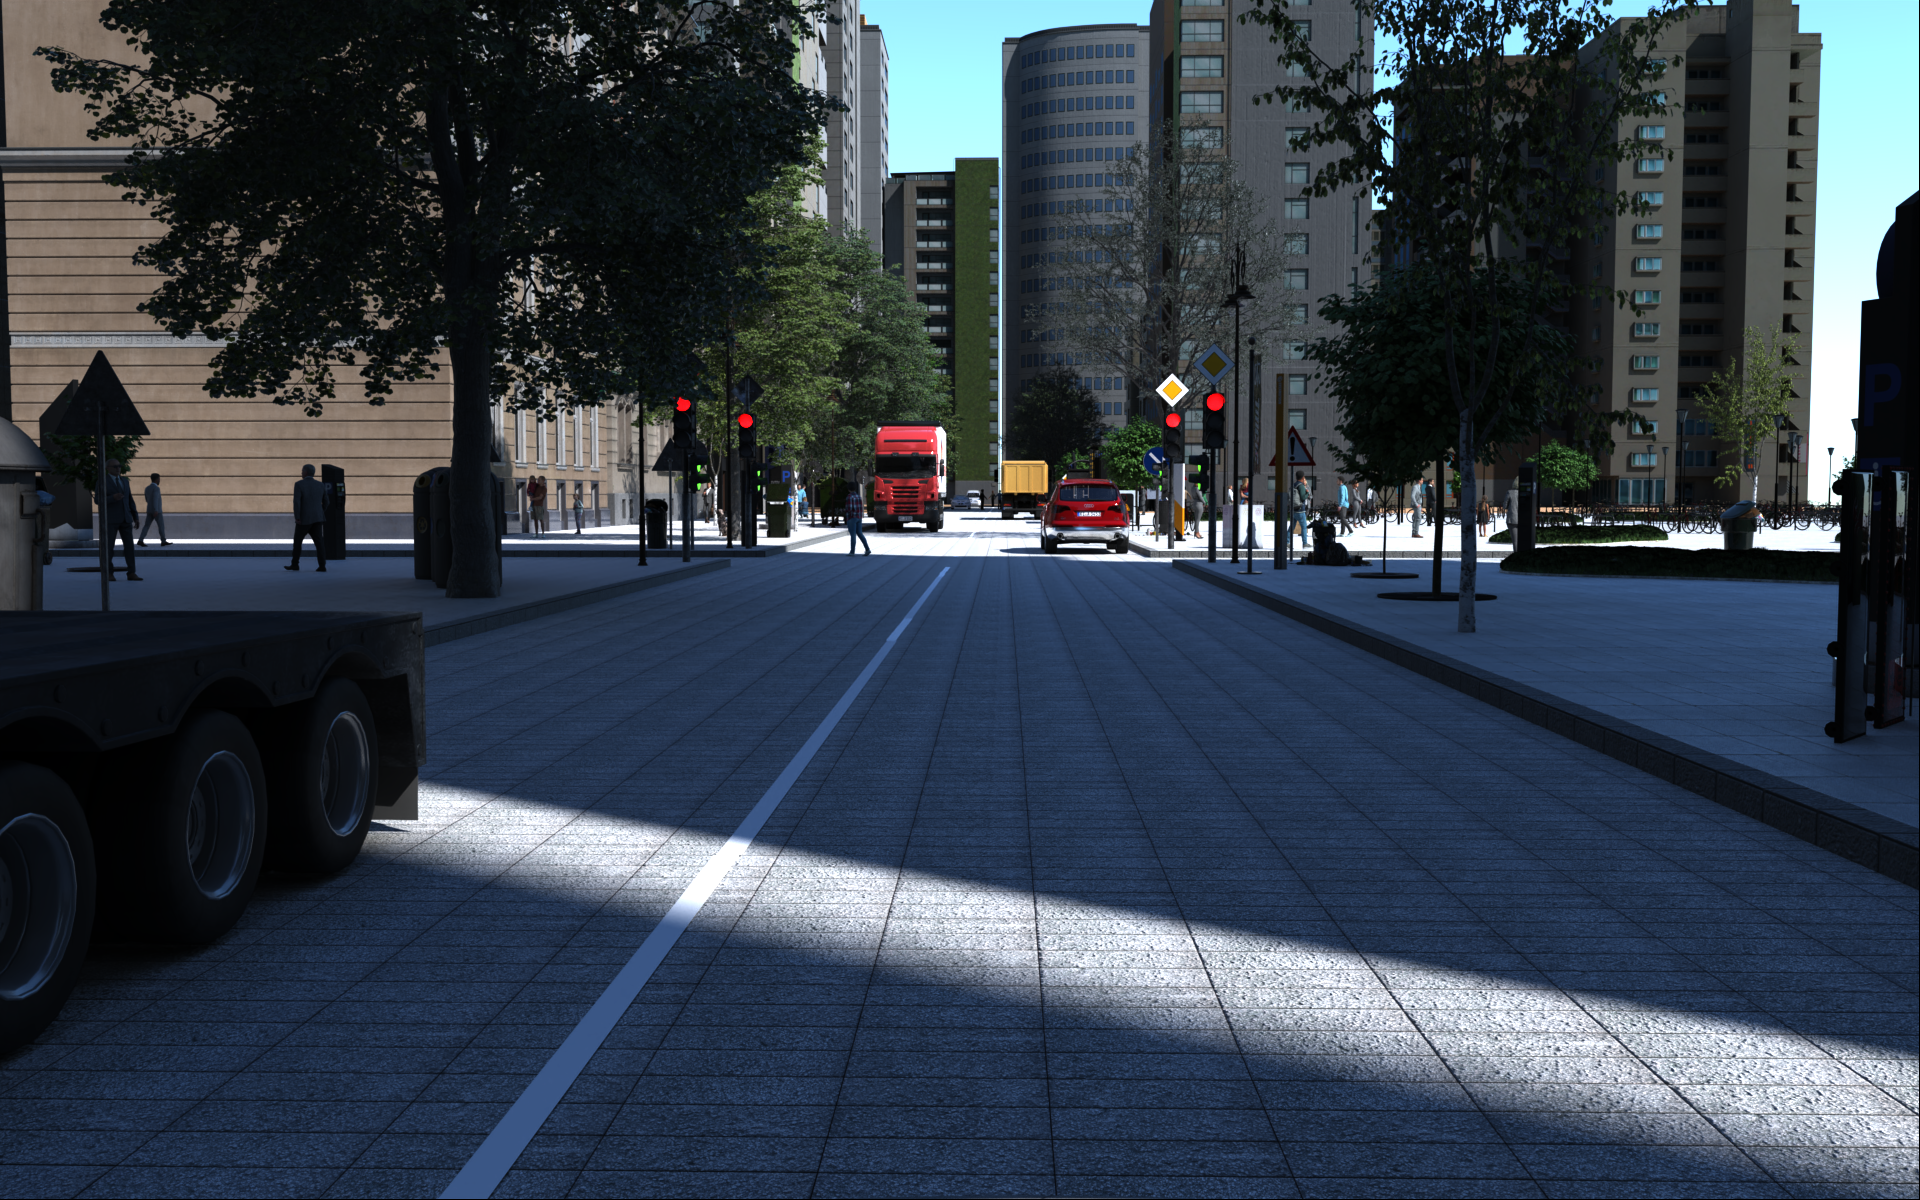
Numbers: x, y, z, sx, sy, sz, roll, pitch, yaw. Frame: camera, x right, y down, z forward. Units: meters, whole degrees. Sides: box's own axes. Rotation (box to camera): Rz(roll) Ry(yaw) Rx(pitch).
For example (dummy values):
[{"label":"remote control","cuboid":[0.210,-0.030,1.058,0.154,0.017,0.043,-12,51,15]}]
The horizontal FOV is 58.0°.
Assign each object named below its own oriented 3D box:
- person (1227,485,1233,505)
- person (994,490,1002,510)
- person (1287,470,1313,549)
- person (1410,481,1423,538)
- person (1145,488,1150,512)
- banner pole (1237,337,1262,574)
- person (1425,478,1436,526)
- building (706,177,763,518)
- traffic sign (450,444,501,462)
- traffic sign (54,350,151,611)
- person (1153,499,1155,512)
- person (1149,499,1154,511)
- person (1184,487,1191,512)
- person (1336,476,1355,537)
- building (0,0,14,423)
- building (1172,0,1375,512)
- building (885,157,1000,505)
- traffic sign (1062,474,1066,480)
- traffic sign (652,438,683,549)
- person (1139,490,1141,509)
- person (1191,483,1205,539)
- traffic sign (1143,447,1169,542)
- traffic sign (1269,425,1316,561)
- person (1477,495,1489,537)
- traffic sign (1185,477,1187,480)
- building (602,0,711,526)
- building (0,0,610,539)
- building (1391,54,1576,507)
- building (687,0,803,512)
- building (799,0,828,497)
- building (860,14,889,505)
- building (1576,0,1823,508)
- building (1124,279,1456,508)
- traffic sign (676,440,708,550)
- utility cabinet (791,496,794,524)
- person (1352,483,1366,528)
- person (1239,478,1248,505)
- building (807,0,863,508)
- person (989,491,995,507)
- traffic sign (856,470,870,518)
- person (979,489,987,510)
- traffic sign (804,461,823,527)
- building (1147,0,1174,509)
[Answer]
[{"label":"person","cuboid":[15.855,-5.859,102.062,0.641,1.798,0.478,1,4,18]},{"label":"person","cuboid":[3.717,-9.321,160.883,1.348,1.826,0.705,2,4,34]},{"label":"person","cuboid":[7.778,-2.070,39.867,0.713,1.824,0.794,0,4,-5]},{"label":"person","cuboid":[13.463,-2.745,51.021,0.391,1.810,0.635,1,4,14]},{"label":"person","cuboid":[13.465,-7.241,124.400,0.705,1.831,1.348,0,4,8]},{"label":"banner pole","cuboid":[4.670,-2.291,27.481,0.401,3.779,0.863,0,4,-4]},{"label":"person","cuboid":[18.834,-3.893,69.063,0.474,1.900,0.648,-2,4,-26]},{"label":"building","cuboid":[-18.671,-16.534,100.004,12.332,23.373,15.834,0,4,1]},{"label":"traffic sign","cuboid":[-8.088,-1.769,28.922,0.884,2.594,0.081,0,4,7]},{"label":"traffic sign","cuboid":[-7.767,-0.959,15.688,0.884,2.594,0.081,0,4,3]},{"label":"person","cuboid":[14.184,-7.284,125.844,0.721,1.735,1.217,-1,4,-13]},{"label":"person","cuboid":[14.676,-7.733,132.444,1.348,1.831,0.705,0,4,-2]},{"label":"person","cuboid":[15.236,-6.840,117.883,1.348,1.823,0.705,-2,4,-30]},{"label":"person","cuboid":[11.533,-2.804,51.902,0.620,1.820,0.660,1,4,14]},{"label":"building","cuboid":[-39.625,-14.496,55.027,19.932,24.808,12.078,0,4,1]},{"label":"building","cuboid":[23.018,-27.409,131.732,14.154,41.232,14.086,0,4,1]},{"label":"building","cuboid":[-2.088,-32.398,213.302,14.086,41.232,14.154,0,4,1]},{"label":"traffic sign","cuboid":[6.937,-6.918,112.843,0.795,2.593,0.064,1,4,11]},{"label":"traffic sign","cuboid":[-6.697,-2.451,40.075,0.884,2.594,0.081,0,4,3]},{"label":"person","cuboid":[14.945,-8.279,142.882,0.593,1.643,0.415,-1,4,-23]},{"label":"person","cuboid":[6.910,-2.660,49.811,0.573,1.790,0.520,-2,4,-32]},{"label":"traffic sign","cuboid":[5.324,-2.850,46.707,0.768,2.556,0.104,1,4,11]},{"label":"traffic sign","cuboid":[6.310,-2.013,32.924,0.884,2.594,0.081,1,4,10]},{"label":"person","cuboid":[15.662,-2.518,51.875,0.362,1.253,0.373,3,4,37]},{"label":"traffic sign","cuboid":[8.285,-4.073,66.589,0.884,2.594,0.081,1,4,11]},{"label":"building","cuboid":[-19.744,-17.881,79.741,14.401,28.519,23.554,0,4,1]},{"label":"building","cuboid":[-20.264,-16.639,57.946,13.634,28.700,20.117,0,4,1]},{"label":"building","cuboid":[52.155,-32.085,174.705,14.200,45.320,14.600,0,4,1]},{"label":"building","cuboid":[-19.009,-26.858,122.717,14.154,41.232,14.086,0,4,1]},{"label":"building","cuboid":[-25.471,-33.916,143.771,28.713,52.752,27.495,0,4,1]},{"label":"building","cuboid":[-23.132,-41.296,217.195,28.212,58.520,21.231,0,4,1]},{"label":"building","cuboid":[71.410,-33.431,170.300,21.600,48.544,21.300,0,4,1]},{"label":"building","cuboid":[30.861,-19.802,168.801,27.650,21.520,28.899,0,4,1]},{"label":"traffic sign","cuboid":[-6.151,-2.424,39.731,0.768,2.556,0.104,1,4,10]},{"label":"utility cabinet","cuboid":[-6.820,-3.386,66.519,1.020,1.237,0.306,2,4,28]},{"label":"person","cuboid":[15.071,-3.614,65.405,0.573,1.790,0.520,1,4,9]},{"label":"person","cuboid":[9.654,-3.217,58.614,0.573,1.828,0.580,-1,4,-19]},{"label":"building","cuboid":[-20.877,-44.928,172.822,20.611,71.187,20.563,0,4,1]},{"label":"person","cuboid":[3.559,-11.057,189.424,0.705,1.807,1.348,2,4,33]},{"label":"traffic sign","cuboid":[-5.125,-5.603,91.722,0.768,2.556,0.104,0,4,6]},{"label":"person","cuboid":[2.025,-8.942,154.336,0.705,1.869,1.348,-2,4,-28]},{"label":"traffic sign","cuboid":[-5.637,-4.068,66.618,0.768,2.556,0.104,0,4,5]},{"label":"building","cuboid":[23.334,-30.312,145.720,14.600,45.320,14.200,0,4,1]}]
